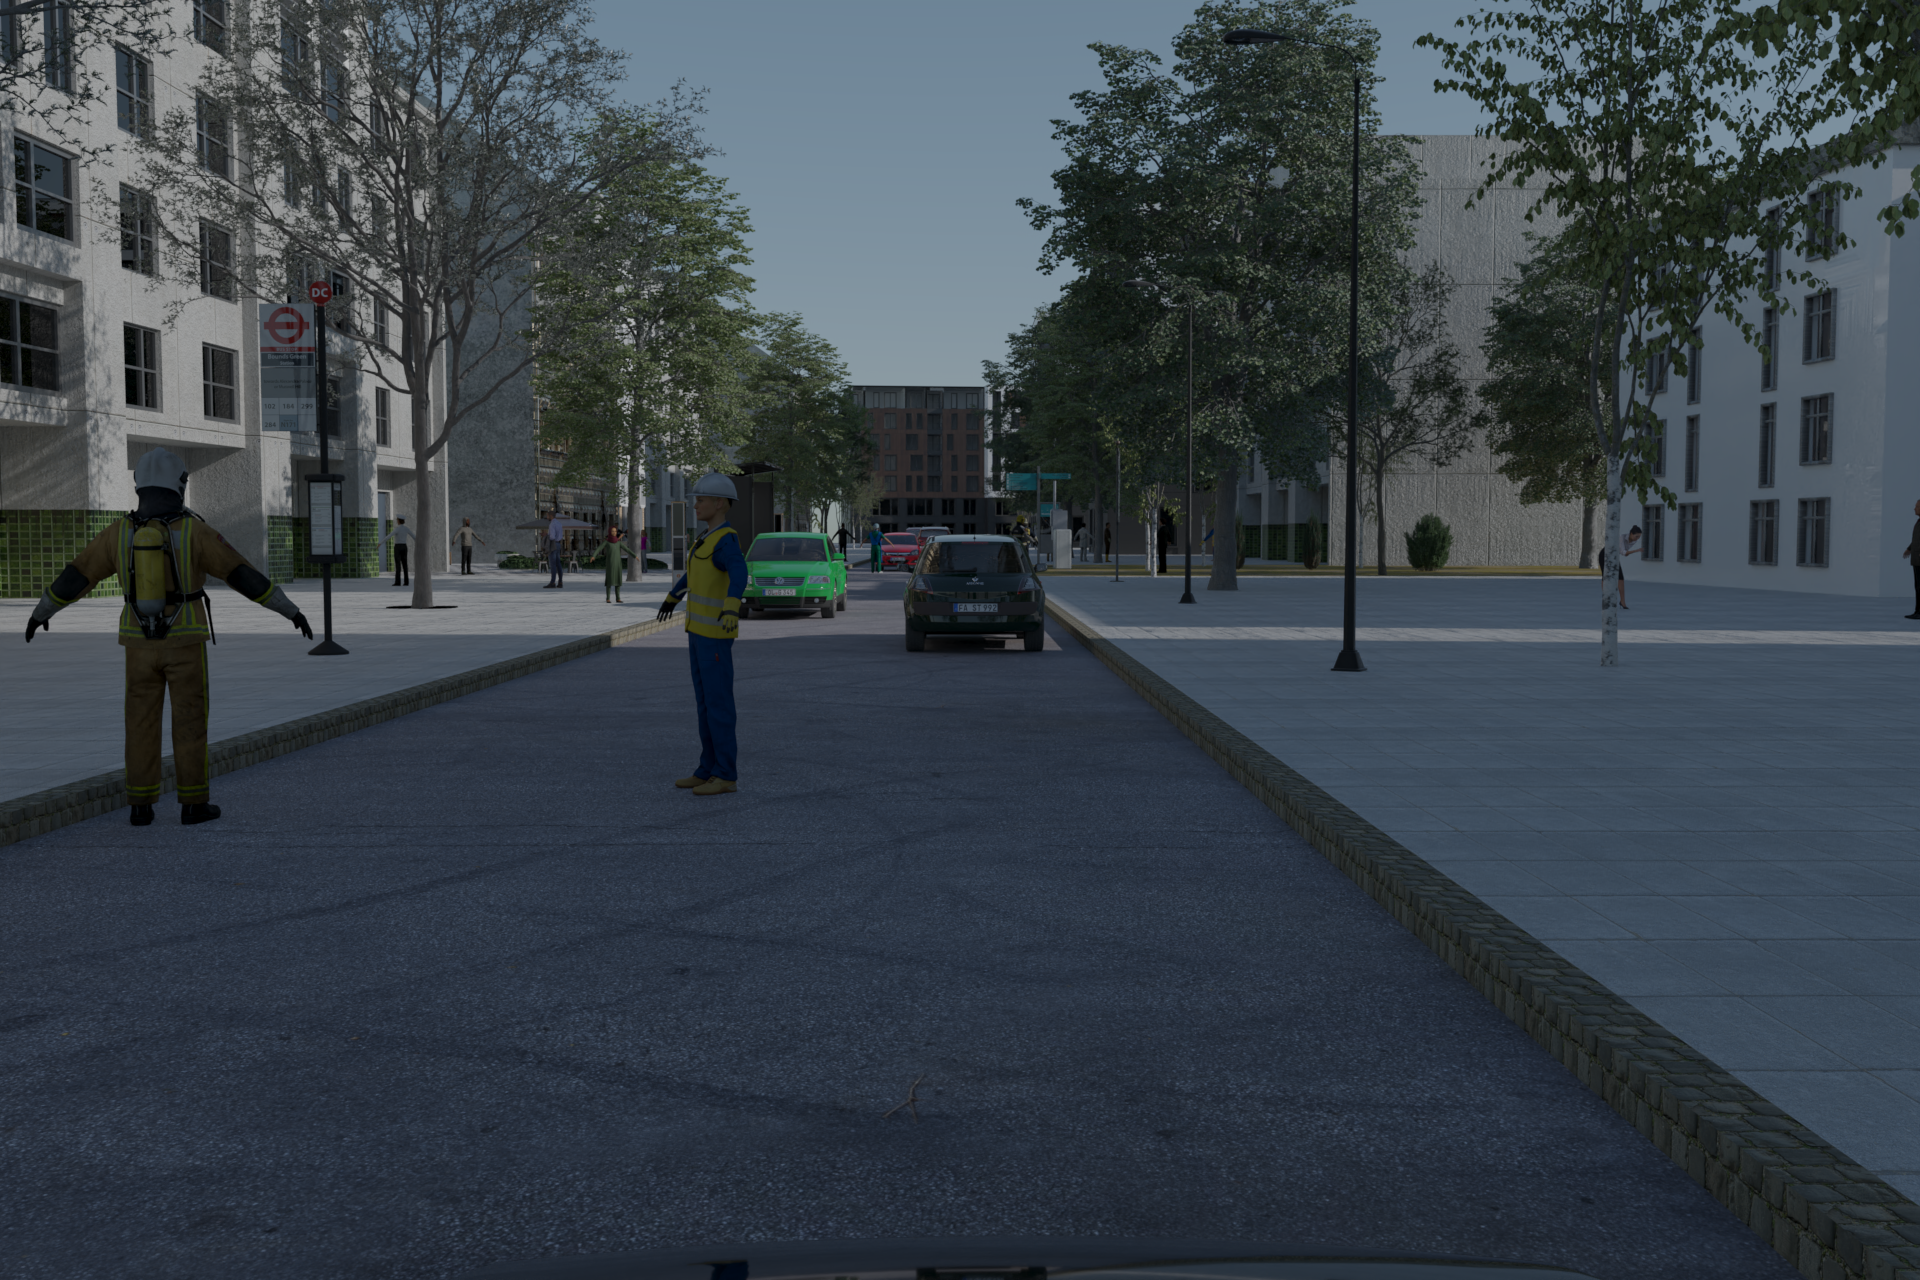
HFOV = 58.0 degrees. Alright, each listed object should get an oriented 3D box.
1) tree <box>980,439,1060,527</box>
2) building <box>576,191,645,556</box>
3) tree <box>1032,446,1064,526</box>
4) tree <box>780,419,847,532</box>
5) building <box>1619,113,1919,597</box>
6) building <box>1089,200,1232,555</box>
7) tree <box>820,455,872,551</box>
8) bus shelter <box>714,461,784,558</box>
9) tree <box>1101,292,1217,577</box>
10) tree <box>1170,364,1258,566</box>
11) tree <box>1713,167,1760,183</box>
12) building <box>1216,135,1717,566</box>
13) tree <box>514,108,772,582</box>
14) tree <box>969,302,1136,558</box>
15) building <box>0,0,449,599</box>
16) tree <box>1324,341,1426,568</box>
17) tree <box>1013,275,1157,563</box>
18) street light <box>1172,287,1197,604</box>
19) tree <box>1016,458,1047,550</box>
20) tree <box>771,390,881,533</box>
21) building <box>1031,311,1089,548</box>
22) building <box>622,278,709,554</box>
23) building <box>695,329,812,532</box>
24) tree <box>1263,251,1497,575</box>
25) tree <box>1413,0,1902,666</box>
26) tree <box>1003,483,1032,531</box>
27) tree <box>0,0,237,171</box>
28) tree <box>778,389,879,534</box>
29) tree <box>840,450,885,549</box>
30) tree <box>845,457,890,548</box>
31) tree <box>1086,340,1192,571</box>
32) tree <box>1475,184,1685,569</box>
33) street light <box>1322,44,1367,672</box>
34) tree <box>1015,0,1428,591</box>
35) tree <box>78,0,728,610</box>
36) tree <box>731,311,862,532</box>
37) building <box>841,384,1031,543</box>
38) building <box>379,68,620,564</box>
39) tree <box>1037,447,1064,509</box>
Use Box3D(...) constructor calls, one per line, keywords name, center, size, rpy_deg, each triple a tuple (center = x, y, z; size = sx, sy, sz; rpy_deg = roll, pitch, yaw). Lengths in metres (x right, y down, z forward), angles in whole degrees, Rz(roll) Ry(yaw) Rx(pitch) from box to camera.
Box3D(name="tree", center=(5.900, -13.466, 154.576), size=(8.767, 10.594, 7.601), rpy_deg=(0, 4, -4))
Box3D(name="building", center=(-24.925, -14.715, 97.005), size=(16.016, 20.090, 11.380), rpy_deg=(0, 4, -1))
Box3D(name="tree", center=(6.220, -9.949, 113.021), size=(4.737, 8.622, 4.395), rpy_deg=(0, 3, 0))
Box3D(name="tree", center=(-9.064, -9.497, 105.633), size=(4.737, 8.622, 4.395), rpy_deg=(0, 3, 0))
Box3D(name="building", center=(23.087, -5.675, 34.931), size=(9.099, 9.664, 28.070), rpy_deg=(0, 4, -1))
Box3D(name="building", center=(22.859, -17.036, 122.519), size=(27.936, 21.610, 32.646), rpy_deg=(0, 4, 0))
Box3D(name="tree", center=(-9.374, -11.134, 132.404), size=(4.360, 8.622, 3.978), rpy_deg=(0, 3, 0))
Box3D(name="bus shelter", center=(-7.148, -4.134, 58.878), size=(1.731, 3.624, 6.357), rpy_deg=(0, 3, 0))
Box3D(name="tree", center=(5.994, -6.198, 51.693), size=(4.737, 8.622, 4.395), rpy_deg=(0, 3, 0))
Box3D(name="tree", center=(9.950, -7.243, 68.784), size=(4.737, 8.622, 4.395), rpy_deg=(0, 3, 0))
Box3D(name="tree", center=(24.526, -8.320, 54.166), size=(7.486, 12.596, 7.792), rpy_deg=(0, 3, 0))
Box3D(name="building", center=(23.379, -13.399, 85.532), size=(16.747, 18.905, 31.486), rpy_deg=(0, 3, 0))
Box3D(name="tree", center=(-8.596, -7.873, 46.858), size=(7.486, 12.596, 7.792), rpy_deg=(0, 3, 0))
Box3D(name="tree", center=(5.685, -11.368, 92.528), size=(9.857, 13.997, 8.962), rpy_deg=(0, 3, 0))
Box3D(name="building", center=(-25.675, -10.780, 42.715), size=(16.747, 18.905, 31.486), rpy_deg=(0, 4, 0))
Box3D(name="tree", center=(14.944, -7.032, 65.343), size=(4.360, 8.622, 3.978), rpy_deg=(0, 3, 0))
Box3D(name="tree", center=(5.795, -9.697, 76.669), size=(7.486, 12.596, 7.792), rpy_deg=(0, 3, 0))
Box3D(name="street light", center=(4.752, -3.626, 31.833), size=(1.470, 5.913, 1.316), rpy_deg=(0, 4, 0))
Box3D(name="tree", center=(6.225, -11.631, 140.529), size=(4.737, 8.622, 4.395), rpy_deg=(0, 3, 0))
Box3D(name="tree", center=(-9.134, -10.891, 112.477), size=(8.767, 10.594, 7.601), rpy_deg=(0, 4, 6))
Box3D(name="building", center=(21.014, -20.271, 175.402), size=(27.936, 21.610, 32.646), rpy_deg=(0, 3, 0))
Box3D(name="building", center=(-29.145, -16.022, 128.420), size=(16.747, 18.905, 31.486), rpy_deg=(0, 4, -1))
Box3D(name="building", center=(-25.121, -21.054, 175.166), size=(19.493, 23.208, 18.063), rpy_deg=(0, 4, 0))
Box3D(name="tree", center=(12.796, -7.288, 53.565), size=(7.601, 10.594, 8.767), rpy_deg=(0, 4, 2))
Box3D(name="tree", center=(6.558, -4.049, 16.560), size=(4.737, 8.622, 4.395), rpy_deg=(0, 3, 0))
Box3D(name="tree", center=(5.463, -12.059, 147.531), size=(4.360, 8.622, 3.978), rpy_deg=(0, 3, 0))
Box3D(name="tree", center=(-9.382, -6.193, 11.623), size=(12.009, 13.543, 11.850), rpy_deg=(0, 3, 0))
Box3D(name="tree", center=(-9.450, -12.094, 123.487), size=(9.928, 11.665, 9.643), rpy_deg=(0, 3, 0))
Box3D(name="tree", center=(-9.264, -12.079, 147.849), size=(4.360, 8.622, 3.978), rpy_deg=(0, 3, 0))
Box3D(name="tree", center=(-9.264, -12.730, 158.495), size=(4.360, 8.622, 3.978), rpy_deg=(0, 3, 0))
Box3D(name="tree", center=(6.456, -6.682, 59.611), size=(4.737, 8.622, 4.395), rpy_deg=(0, 3, 0))
Box3D(name="tree", center=(23.368, -9.633, 64.158), size=(9.857, 13.997, 8.962), rpy_deg=(0, 3, 0))
Box3D(name="street light", center=(4.200, -2.665, 16.106), size=(1.470, 5.913, 1.316), rpy_deg=(0, 4, 0))
Box3D(name="tree", center=(6.045, -8.117, 39.372), size=(9.857, 13.997, 8.962), rpy_deg=(0, 3, 0))
Box3D(name="tree", center=(-9.120, -7.285, 29.482), size=(12.009, 13.543, 11.850), rpy_deg=(0, 3, 0))
Box3D(name="tree", center=(-8.623, -10.426, 88.587), size=(7.486, 12.596, 7.792), rpy_deg=(0, 3, 0))
Box3D(name="building", center=(-0.125, -24.573, 248.192), size=(32.646, 21.610, 27.936), rpy_deg=(0, 4, -7))
Box3D(name="building", center=(-27.511, -15.428, 83.169), size=(19.493, 23.208, 18.063), rpy_deg=(0, 4, 0))
Box3D(name="tree", center=(6.095, -10.404, 120.474), size=(4.737, 8.622, 4.395), rpy_deg=(0, 3, 0))
